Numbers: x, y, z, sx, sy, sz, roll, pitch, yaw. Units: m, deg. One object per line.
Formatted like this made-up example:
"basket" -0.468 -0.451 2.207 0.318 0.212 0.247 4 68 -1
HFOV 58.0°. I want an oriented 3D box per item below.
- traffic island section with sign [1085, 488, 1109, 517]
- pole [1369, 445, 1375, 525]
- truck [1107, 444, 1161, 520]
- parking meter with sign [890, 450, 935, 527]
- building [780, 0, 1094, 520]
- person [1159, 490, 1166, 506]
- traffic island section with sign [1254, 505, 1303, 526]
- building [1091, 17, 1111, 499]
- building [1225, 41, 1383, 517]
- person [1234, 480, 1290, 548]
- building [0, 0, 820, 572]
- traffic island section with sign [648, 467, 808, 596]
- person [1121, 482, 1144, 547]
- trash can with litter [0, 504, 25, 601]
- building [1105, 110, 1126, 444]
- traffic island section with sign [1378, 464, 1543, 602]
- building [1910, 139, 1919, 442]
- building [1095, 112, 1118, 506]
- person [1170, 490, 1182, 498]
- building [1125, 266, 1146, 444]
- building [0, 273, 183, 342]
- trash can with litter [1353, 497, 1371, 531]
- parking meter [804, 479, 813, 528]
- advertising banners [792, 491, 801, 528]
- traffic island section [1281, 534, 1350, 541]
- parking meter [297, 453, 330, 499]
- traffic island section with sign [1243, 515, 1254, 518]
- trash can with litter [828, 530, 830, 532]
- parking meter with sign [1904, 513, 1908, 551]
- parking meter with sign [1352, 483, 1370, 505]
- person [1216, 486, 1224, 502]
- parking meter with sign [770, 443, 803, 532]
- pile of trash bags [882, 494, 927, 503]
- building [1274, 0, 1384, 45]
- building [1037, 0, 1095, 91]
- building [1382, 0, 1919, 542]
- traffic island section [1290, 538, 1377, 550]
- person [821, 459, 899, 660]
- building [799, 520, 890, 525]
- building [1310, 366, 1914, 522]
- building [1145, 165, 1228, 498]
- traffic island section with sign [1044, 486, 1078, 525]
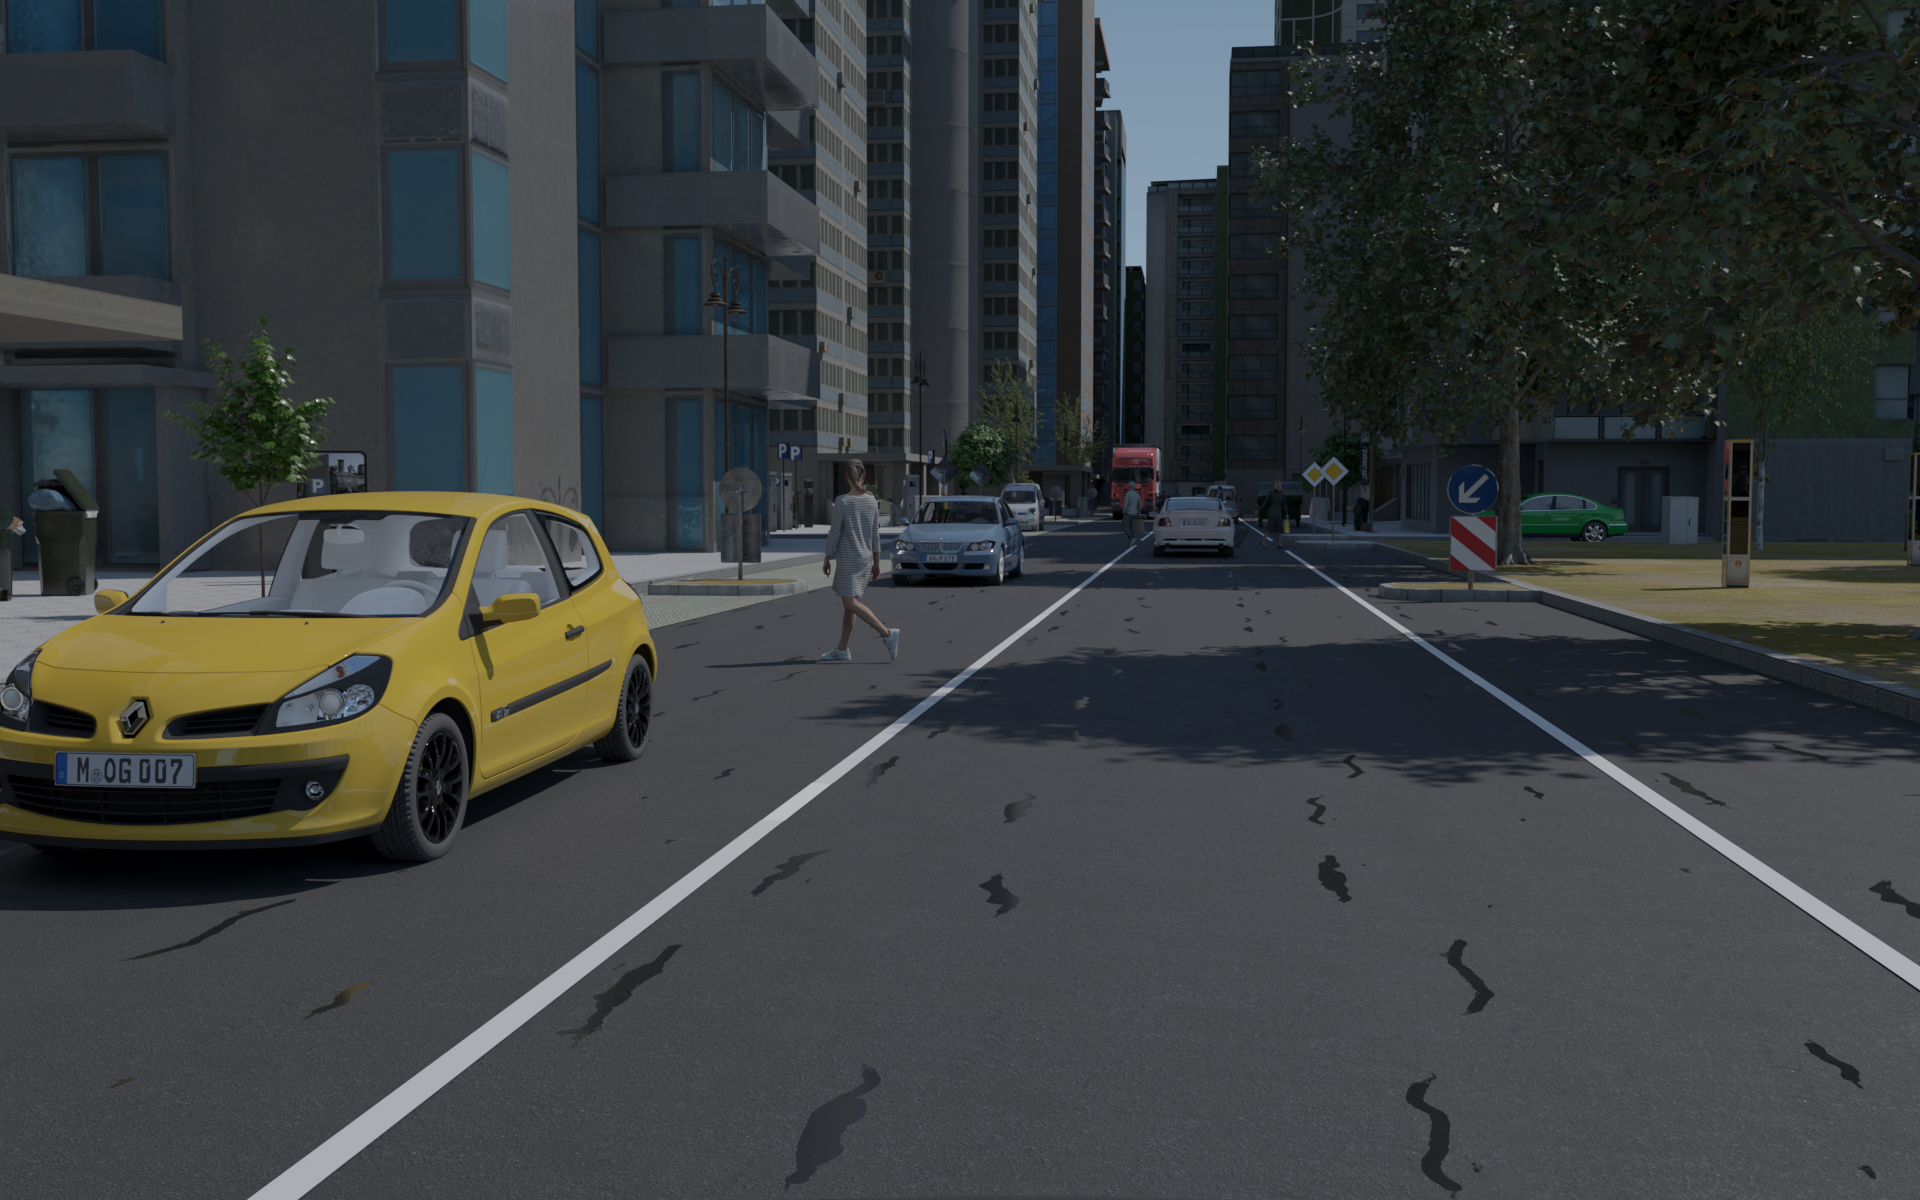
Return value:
"traffic island section with sign" 8.272 -6.057 107.654 1.989 1.847 2.006 0 4 8
"pole" 17.148 -4.786 72.089 0.158 3.312 0.155 0 3 0
"truck" 10.095 -6.733 99.002 2.839 4.237 11.283 1 4 8
"parking meter with sign" -1.895 -4.414 68.430 1.738 3.016 0.543 -1 4 -23
"building" -7.939 -25.567 109.896 32.217 40.220 23.993 0 4 8
"person" 17.265 -8.465 147.625 0.721 1.743 1.217 -1 4 -22
"traffic island section with sign" 14.582 -4.308 79.062 1.989 1.847 2.006 0 4 8
"building" 2.346 -30.877 159.455 22.147 44.769 28.867 0 4 8
"building" 24.785 -20.987 114.833 14.160 30.474 14.107 0 4 8
"person" 7.996 -2.275 45.906 1.509 1.804 0.699 2 4 29
"building" -19.143 -25.610 38.333 30.456 49.044 23.786 0 4 8
"traffic island section with sign" -3.283 -1.011 25.162 1.989 1.847 2.006 0 4 8
"person" 4.762 -2.350 47.401 0.515 1.767 0.782 3 5 44
"trash can with litter" -11.489 -0.560 20.546 0.624 1.170 1.055 -1 4 -22
"building" 11.577 -33.579 199.124 14.200 45.320 14.600 0 4 8
"traffic island section with sign" 6.863 -0.938 23.966 1.989 1.847 2.006 0 4 8
"building" 51.477 -28.902 61.781 27.495 52.752 28.713 0 4 8
"building" 9.018 -30.436 181.225 14.154 41.232 14.086 0 4 8
"person" 19.356 -8.949 154.906 1.350 1.814 0.705 0 4 -1
"building" 16.474 -27.455 220.596 14.107 30.474 14.160 0 4 8
"building" -22.748 -25.361 3.884 28.713 52.752 27.495 0 4 8
"trash can with litter" 14.003 -2.968 59.906 0.624 1.170 1.055 -1 4 -10
"parking meter" -5.772 -3.689 66.022 0.255 1.863 0.399 -2 4 -24
"advertising banners" -6.912 -4.239 65.491 2.074 3.025 0.090 2 4 27
"traffic island section" 11.083 -1.949 54.149 2.009 0.180 2.903 0 4 8
"parking meter" -9.268 -1.171 24.855 0.399 1.863 0.255 -3 5 -41
"traffic island section with sign" 18.395 -5.967 106.187 1.989 1.847 2.006 0 4 8
"trash can with litter" -3.645 -2.908 58.607 1.678 1.210 2.233 -1 4 -12
"parking meter with sign" 22.020 -2.625 39.173 1.738 3.016 0.543 -3 4 -36
"parking meter with sign" 24.028 -6.476 102.142 1.738 3.016 0.543 1 4 9
"person" 12.184 -4.422 80.830 0.654 1.822 0.581 1 4 9
"parking meter with sign" -6.358 -4.003 61.716 0.543 3.016 1.738 2 4 33
"pile of trash bags" -2.960 -5.296 96.345 3.447 1.369 1.912 -1 4 -19
"building" 42.913 -46.017 190.623 20.563 71.187 20.611 0 4 8
"building" 3.267 -29.816 137.607 14.600 45.320 14.200 0 4 8
"building" 21.646 -22.820 56.703 14.086 41.232 14.154 0 4 8
"traffic island section" 9.975 -1.465 46.240 2.009 0.180 2.903 0 4 8
"person" -0.853 -0.342 14.835 0.760 1.731 0.466 1 4 18
"building" -17.444 -23.676 78.979 32.217 40.220 23.993 0 4 8
"building" 34.388 -24.092 85.788 32.217 40.220 23.993 0 4 8
"building" 30.430 -32.703 218.290 14.086 41.232 14.154 0 4 8
"traffic island section with sign" 4.493 -4.405 80.657 1.989 1.847 2.006 0 4 8
